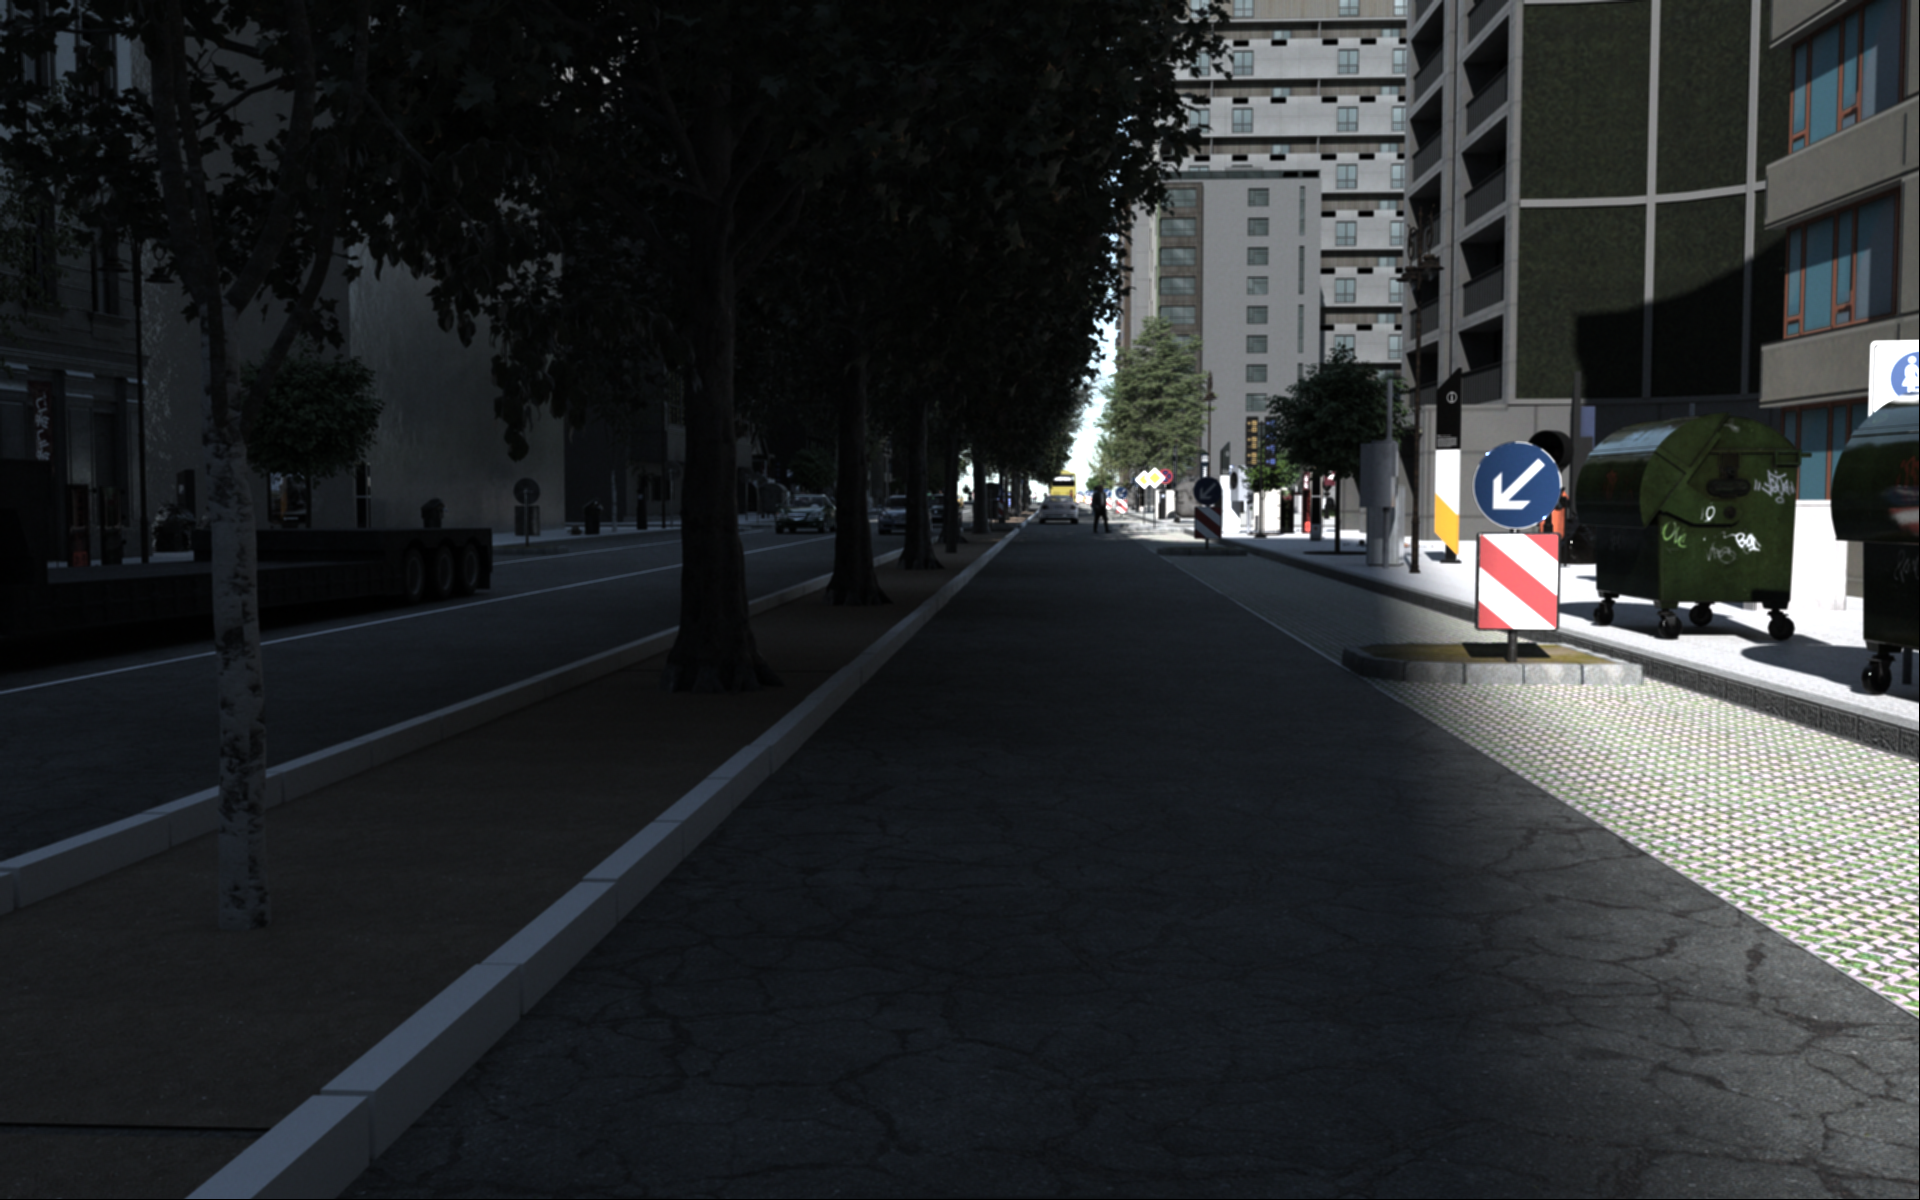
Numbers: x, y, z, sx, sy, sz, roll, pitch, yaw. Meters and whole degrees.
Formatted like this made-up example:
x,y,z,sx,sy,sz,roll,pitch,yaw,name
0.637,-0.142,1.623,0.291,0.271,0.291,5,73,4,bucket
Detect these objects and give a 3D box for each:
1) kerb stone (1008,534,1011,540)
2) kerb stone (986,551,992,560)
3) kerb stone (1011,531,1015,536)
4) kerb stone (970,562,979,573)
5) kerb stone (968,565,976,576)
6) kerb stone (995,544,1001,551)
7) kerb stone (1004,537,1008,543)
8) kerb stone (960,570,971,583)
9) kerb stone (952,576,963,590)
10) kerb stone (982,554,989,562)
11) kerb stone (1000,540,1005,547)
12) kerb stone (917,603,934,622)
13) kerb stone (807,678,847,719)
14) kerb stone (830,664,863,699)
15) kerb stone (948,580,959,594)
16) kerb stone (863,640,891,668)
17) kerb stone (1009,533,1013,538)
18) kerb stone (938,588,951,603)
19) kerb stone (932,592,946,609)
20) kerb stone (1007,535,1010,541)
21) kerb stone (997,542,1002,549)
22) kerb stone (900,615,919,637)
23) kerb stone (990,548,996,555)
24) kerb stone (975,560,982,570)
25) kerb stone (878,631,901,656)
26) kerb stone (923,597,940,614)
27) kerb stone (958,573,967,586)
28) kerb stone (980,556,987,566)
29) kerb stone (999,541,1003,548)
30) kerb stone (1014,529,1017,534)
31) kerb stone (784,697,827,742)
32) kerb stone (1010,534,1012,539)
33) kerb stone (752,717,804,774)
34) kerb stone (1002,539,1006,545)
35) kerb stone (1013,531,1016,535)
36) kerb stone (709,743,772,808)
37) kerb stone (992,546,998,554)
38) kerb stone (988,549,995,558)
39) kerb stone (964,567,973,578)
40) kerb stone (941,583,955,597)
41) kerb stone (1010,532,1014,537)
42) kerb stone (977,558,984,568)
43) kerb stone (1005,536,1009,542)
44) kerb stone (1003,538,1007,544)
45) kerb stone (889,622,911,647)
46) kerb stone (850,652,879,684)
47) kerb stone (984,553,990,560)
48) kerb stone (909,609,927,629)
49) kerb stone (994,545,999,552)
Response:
x,y,z,sx,sy,sz,roll,pitch,yaw,name
1.376,-1.785,51.377,0.120,0.150,1.000,0,4,3,kerb stone
0.554,-0.905,37.022,0.120,0.150,1.000,0,4,3,kerb stone
1.607,-2.029,55.473,0.120,0.150,1.000,0,4,3,kerb stone
0.208,-0.531,30.880,0.120,0.150,1.000,0,4,3,kerb stone
0.157,-0.468,29.848,0.120,0.150,1.000,0,4,3,kerb stone
0.855,-1.220,42.144,0.120,0.150,1.000,0,4,3,kerb stone
1.198,-1.595,48.303,0.120,0.150,1.000,0,4,3,kerb stone
0.050,-0.338,27.792,0.120,0.150,1.000,0,4,3,kerb stone
-0.074,-0.214,25.731,0.120,0.150,1.000,0,4,3,kerb stone
0.449,-0.775,34.971,0.120,0.150,1.000,0,4,3,kerb stone
1.029,-1.408,45.223,0.120,0.150,1.000,0,4,3,kerb stone
-0.418,0.164,19.579,0.120,0.150,1.000,0,4,3,kerb stone
-0.884,0.661,11.394,0.120,0.150,1.000,0,4,3,kerb stone
-0.829,0.598,12.419,0.120,0.150,1.000,0,4,3,kerb stone
-0.136,-0.153,24.707,0.120,0.150,1.000,0,4,3,kerb stone
-0.709,0.473,14.465,0.120,0.150,1.000,0,4,3,kerb stone
1.493,-1.910,53.425,0.120,0.150,1.000,0,4,3,kerb stone
-0.242,-0.028,22.654,0.120,0.150,1.000,0,4,3,kerb stone
-0.301,0.036,21.631,0.120,0.150,1.000,0,4,3,kerb stone
1.311,-1.722,50.354,0.120,0.150,1.000,0,4,3,kerb stone
0.912,-1.283,43.168,0.120,0.150,1.000,0,4,3,kerb stone
-0.536,0.285,17.530,0.120,0.150,1.000,0,4,3,kerb stone
0.680,-1.032,39.064,0.120,0.150,1.000,0,4,3,kerb stone
0.269,-0.594,31.905,0.120,0.150,1.000,0,4,3,kerb stone
-0.653,0.414,15.486,0.120,0.150,1.000,0,4,3,kerb stone
-0.367,0.097,20.606,0.120,0.150,1.000,0,4,3,kerb stone
-0.017,-0.278,26.766,0.120,0.150,1.000,0,4,3,kerb stone
0.390,-0.719,33.950,0.120,0.150,1.000,0,4,3,kerb stone
0.968,-1.346,44.203,0.120,0.150,1.000,0,4,3,kerb stone
1.778,-2.223,58.535,0.120,0.150,1.000,0,4,3,kerb stone
-0.938,0.728,10.374,0.120,0.150,1.000,0,4,3,kerb stone
1.431,-1.848,52.405,0.120,0.150,1.000,0,4,3,kerb stone
-0.990,0.787,9.353,0.120,0.150,1.000,0,4,3,kerb stone
1.089,-1.471,46.250,0.120,0.150,1.000,0,4,3,kerb stone
1.662,-2.096,56.494,0.120,0.150,1.000,0,4,3,kerb stone
-1.059,0.848,8.333,0.120,0.150,1.000,0,4,3,kerb stone
0.739,-1.091,40.084,0.120,0.150,1.000,0,4,3,kerb stone
0.625,-0.965,38.042,0.120,0.150,1.000,0,4,3,kerb stone
0.094,-0.404,28.828,0.120,0.150,1.000,0,4,3,kerb stone
-0.199,-0.091,23.685,0.120,0.150,1.000,0,4,3,kerb stone
1.547,-1.973,54.446,0.120,0.150,1.000,0,4,3,kerb stone
0.331,-0.653,32.930,0.120,0.150,1.000,0,4,3,kerb stone
1.258,-1.660,49.330,0.120,0.150,1.000,0,4,3,kerb stone
1.144,-1.530,47.271,0.120,0.150,1.000,0,4,3,kerb stone
-0.595,0.348,16.510,0.120,0.150,1.000,0,4,3,kerb stone
-0.764,0.541,13.440,0.120,0.150,1.000,0,4,3,kerb stone
0.500,-0.843,35.992,0.120,0.150,1.000,0,4,3,kerb stone
-0.481,0.229,18.559,0.120,0.150,1.000,0,4,3,kerb stone
0.792,-1.157,41.116,0.120,0.150,1.000,0,4,3,kerb stone
